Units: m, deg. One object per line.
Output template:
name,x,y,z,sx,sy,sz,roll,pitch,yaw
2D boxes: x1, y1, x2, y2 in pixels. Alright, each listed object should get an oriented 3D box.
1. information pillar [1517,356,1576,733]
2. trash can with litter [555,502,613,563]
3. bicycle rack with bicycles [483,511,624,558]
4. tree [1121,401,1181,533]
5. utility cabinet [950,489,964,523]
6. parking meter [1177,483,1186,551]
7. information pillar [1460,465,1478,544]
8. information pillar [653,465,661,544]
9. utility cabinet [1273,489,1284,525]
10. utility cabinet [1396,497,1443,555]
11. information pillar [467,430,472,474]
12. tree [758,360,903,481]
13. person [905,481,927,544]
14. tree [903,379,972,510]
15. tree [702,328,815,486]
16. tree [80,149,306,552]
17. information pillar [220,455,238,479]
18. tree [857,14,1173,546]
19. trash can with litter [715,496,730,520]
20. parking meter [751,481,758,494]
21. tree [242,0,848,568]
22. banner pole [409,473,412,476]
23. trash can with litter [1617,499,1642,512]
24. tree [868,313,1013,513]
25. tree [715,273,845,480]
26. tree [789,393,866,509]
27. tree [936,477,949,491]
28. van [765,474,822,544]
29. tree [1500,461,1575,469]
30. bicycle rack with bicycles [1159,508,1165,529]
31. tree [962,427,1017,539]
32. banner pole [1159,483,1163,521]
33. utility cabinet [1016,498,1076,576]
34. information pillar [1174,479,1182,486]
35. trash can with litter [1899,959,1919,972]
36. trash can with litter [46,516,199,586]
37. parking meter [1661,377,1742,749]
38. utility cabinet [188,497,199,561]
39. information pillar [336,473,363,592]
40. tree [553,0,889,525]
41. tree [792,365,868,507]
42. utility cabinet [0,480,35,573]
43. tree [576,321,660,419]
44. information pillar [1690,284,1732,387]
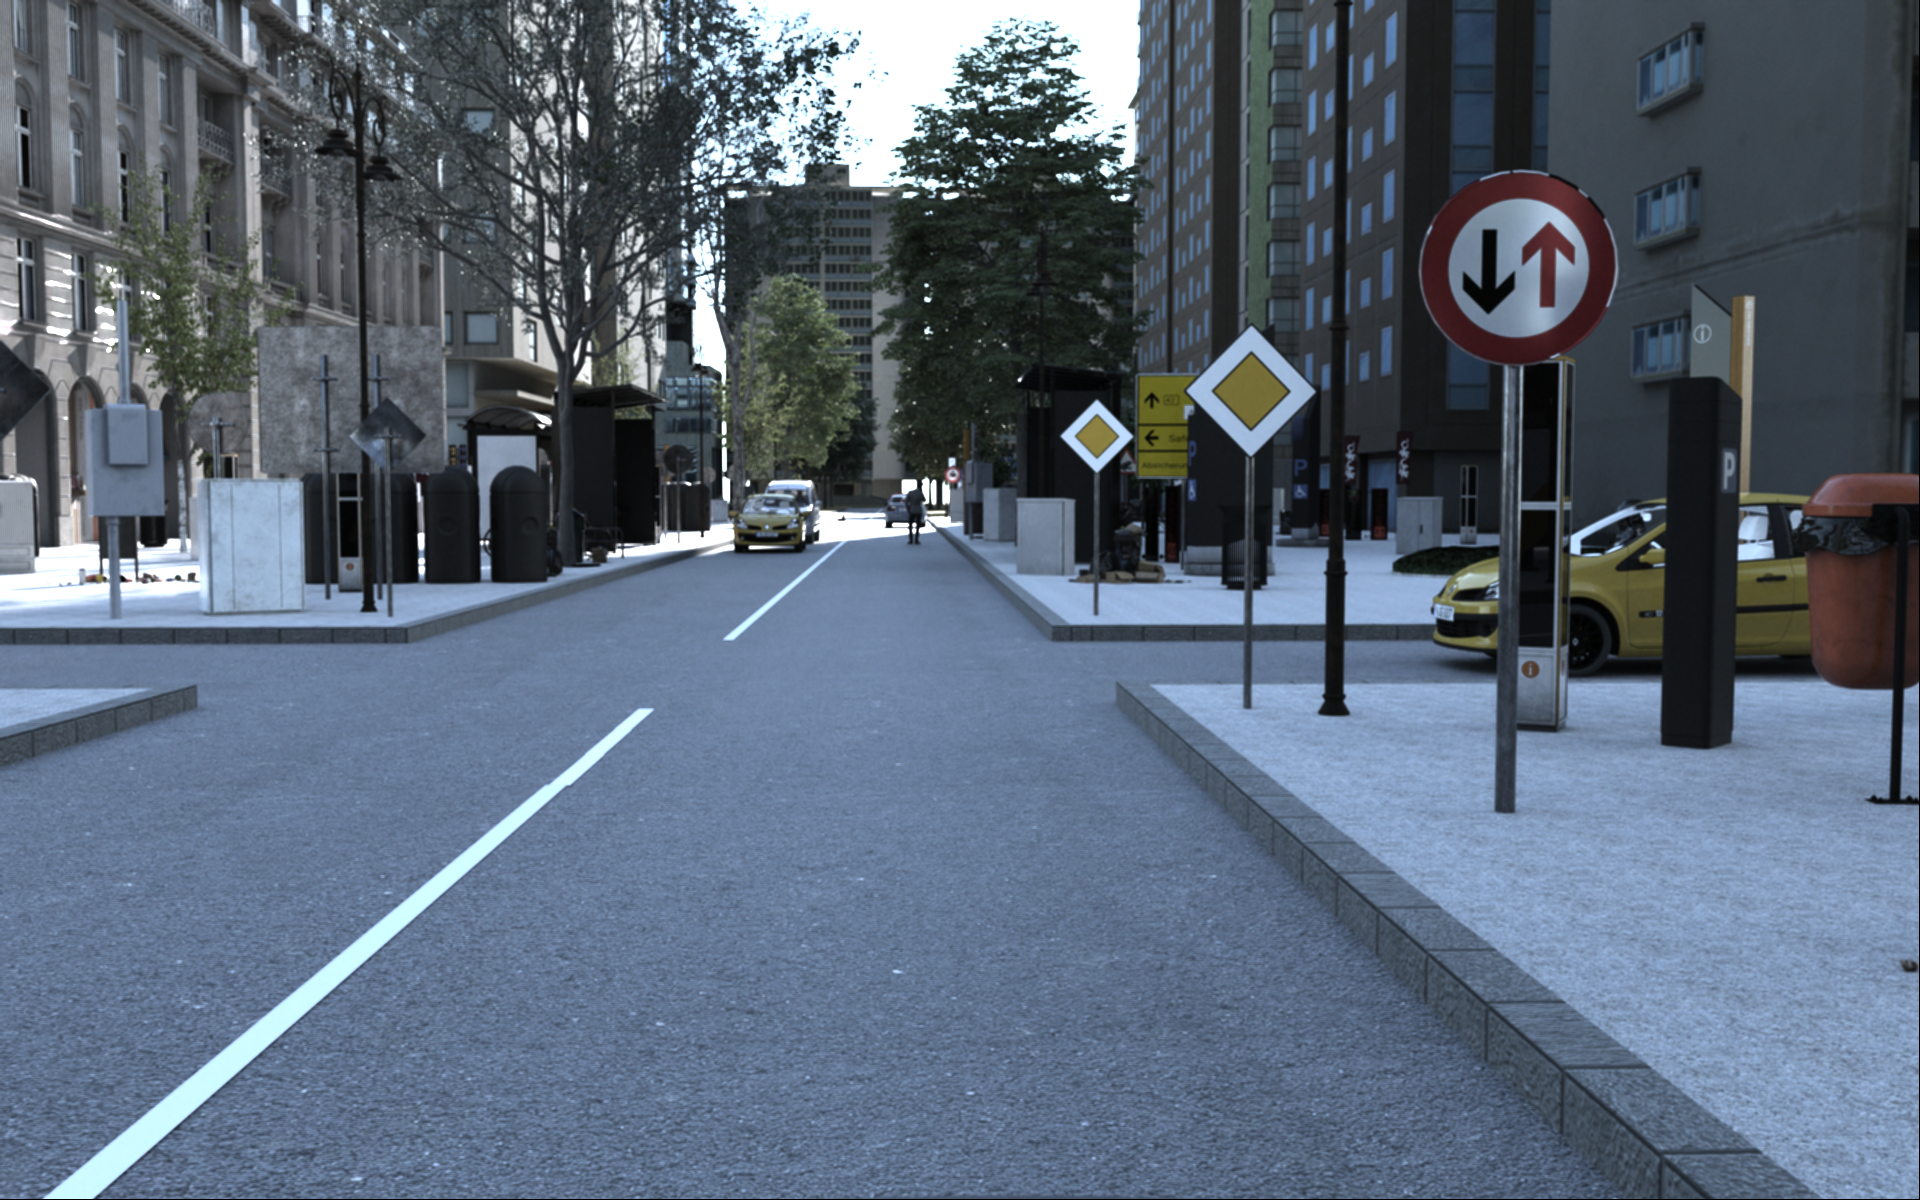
information pillar,3.149,-0.302,9.436,0.304,2.012,0.304,2,4,28
trash can with litter,-7.018,-1.280,32.313,1.055,1.170,0.624,-1,4,-11
bicycle rack with bicycles,-8.151,-1.322,35.003,2.925,0.926,2.852,-2,4,-28
tree,6.123,-4.519,57.597,4.285,4.588,4.351,0,3,0
utility cabinet,0.105,-4.158,76.657,1.173,1.500,0.318,3,4,36
parking meter,5.065,-1.876,39.086,0.372,1.533,0.369,0,3,0
information pillar,12.978,-2.426,44.162,0.304,2.012,0.304,-1,4,-13
information pillar,-7.890,-2.444,44.452,0.304,2.012,0.304,1,4,22
utility cabinet,12.711,-3.817,71.083,1.173,1.500,0.318,3,5,41
utility cabinet,9.615,-1.537,36.297,0.306,1.237,1.020,-2,4,-33
information pillar,-14.107,-3.610,50.379,0.183,3.616,0.504,2,4,24
tree,-11.269,-12.513,130.336,9.928,11.665,9.643,0,3,0
person,-1.277,-2.507,49.673,0.592,1.802,0.473,1,4,20
tree,-2.320,-13.163,140.975,9.928,11.665,9.643,0,3,0
tree,-9.284,-7.685,76.016,4.360,8.622,3.978,0,3,0
tree,-16.922,-5.363,38.044,4.737,8.622,4.395,0,3,0
information pillar,-13.645,-1.702,32.317,0.304,2.012,0.304,-1,4,-12
tree,1.156,-7.572,41.926,7.486,12.596,7.792,0,3,0
trash can with litter,-11.940,-4.512,84.823,2.233,1.210,1.678,3,5,39
parking meter,-9.436,-4.522,79.642,0.255,1.863,0.399,-1,4,-17
tree,-6.848,-7.320,30.048,12.009,13.543,11.850,0,3,0
banner pole,-14.303,-3.315,44.215,0.401,3.779,0.863,2,4,33
trash can with litter,13.569,-1.448,35.054,0.624,1.170,1.055,2,4,35
tree,-0.584,-12.933,118.105,9.857,13.997,8.962,0,3,0
tree,-8.556,-10.465,89.230,7.486,12.596,7.792,0,3,0
tree,-12.048,-13.305,151.948,8.767,10.594,7.601,2,4,24
tree,-2.077,-13.150,165.358,4.360,8.622,3.978,0,3,0
van,-5.053,-2.705,51.238,2.013,2.044,4.112,0,4,-1
tree,13.535,-2.854,41.260,1.663,3.219,1.824,0,3,0
bicycle rack with bicycles,8.184,-3.080,63.733,2.925,0.926,2.852,2,4,23
tree,0.775,-3.407,50.309,1.663,3.219,1.824,0,3,0
banner pole,9.676,-5.704,83.277,0.401,3.779,0.863,1,4,16
utility cabinet,1.368,-1.005,27.599,0.306,1.237,1.020,-3,5,-45
information pillar,10.301,-5.504,81.348,0.504,3.616,0.183,1,4,21
trash can with litter,3.785,0.391,4.665,2.233,1.210,1.678,2,4,26
trash can with litter,-11.834,-0.858,25.081,2.233,1.210,1.678,0,4,-4
parking meter,3.793,-0.192,8.858,0.255,1.863,0.399,3,5,42
utility cabinet,-14.757,-1.380,33.721,0.306,1.237,1.020,-2,4,-33
information pillar,-7.980,-1.112,22.679,0.304,2.012,0.304,-1,4,-11
tree,-9.314,-12.593,61.781,12.611,20.169,13.585,0,3,0
tree,-12.442,-16.023,168.634,9.857,13.997,8.962,0,3,0
utility cabinet,-15.462,-1.162,27.670,1.173,1.500,0.318,-2,4,-29
tree,-14.883,-7.569,74.123,4.360,8.622,3.978,0,3,0
information pillar,8.321,-1.706,19.251,0.183,3.616,0.504,-3,4,-38
